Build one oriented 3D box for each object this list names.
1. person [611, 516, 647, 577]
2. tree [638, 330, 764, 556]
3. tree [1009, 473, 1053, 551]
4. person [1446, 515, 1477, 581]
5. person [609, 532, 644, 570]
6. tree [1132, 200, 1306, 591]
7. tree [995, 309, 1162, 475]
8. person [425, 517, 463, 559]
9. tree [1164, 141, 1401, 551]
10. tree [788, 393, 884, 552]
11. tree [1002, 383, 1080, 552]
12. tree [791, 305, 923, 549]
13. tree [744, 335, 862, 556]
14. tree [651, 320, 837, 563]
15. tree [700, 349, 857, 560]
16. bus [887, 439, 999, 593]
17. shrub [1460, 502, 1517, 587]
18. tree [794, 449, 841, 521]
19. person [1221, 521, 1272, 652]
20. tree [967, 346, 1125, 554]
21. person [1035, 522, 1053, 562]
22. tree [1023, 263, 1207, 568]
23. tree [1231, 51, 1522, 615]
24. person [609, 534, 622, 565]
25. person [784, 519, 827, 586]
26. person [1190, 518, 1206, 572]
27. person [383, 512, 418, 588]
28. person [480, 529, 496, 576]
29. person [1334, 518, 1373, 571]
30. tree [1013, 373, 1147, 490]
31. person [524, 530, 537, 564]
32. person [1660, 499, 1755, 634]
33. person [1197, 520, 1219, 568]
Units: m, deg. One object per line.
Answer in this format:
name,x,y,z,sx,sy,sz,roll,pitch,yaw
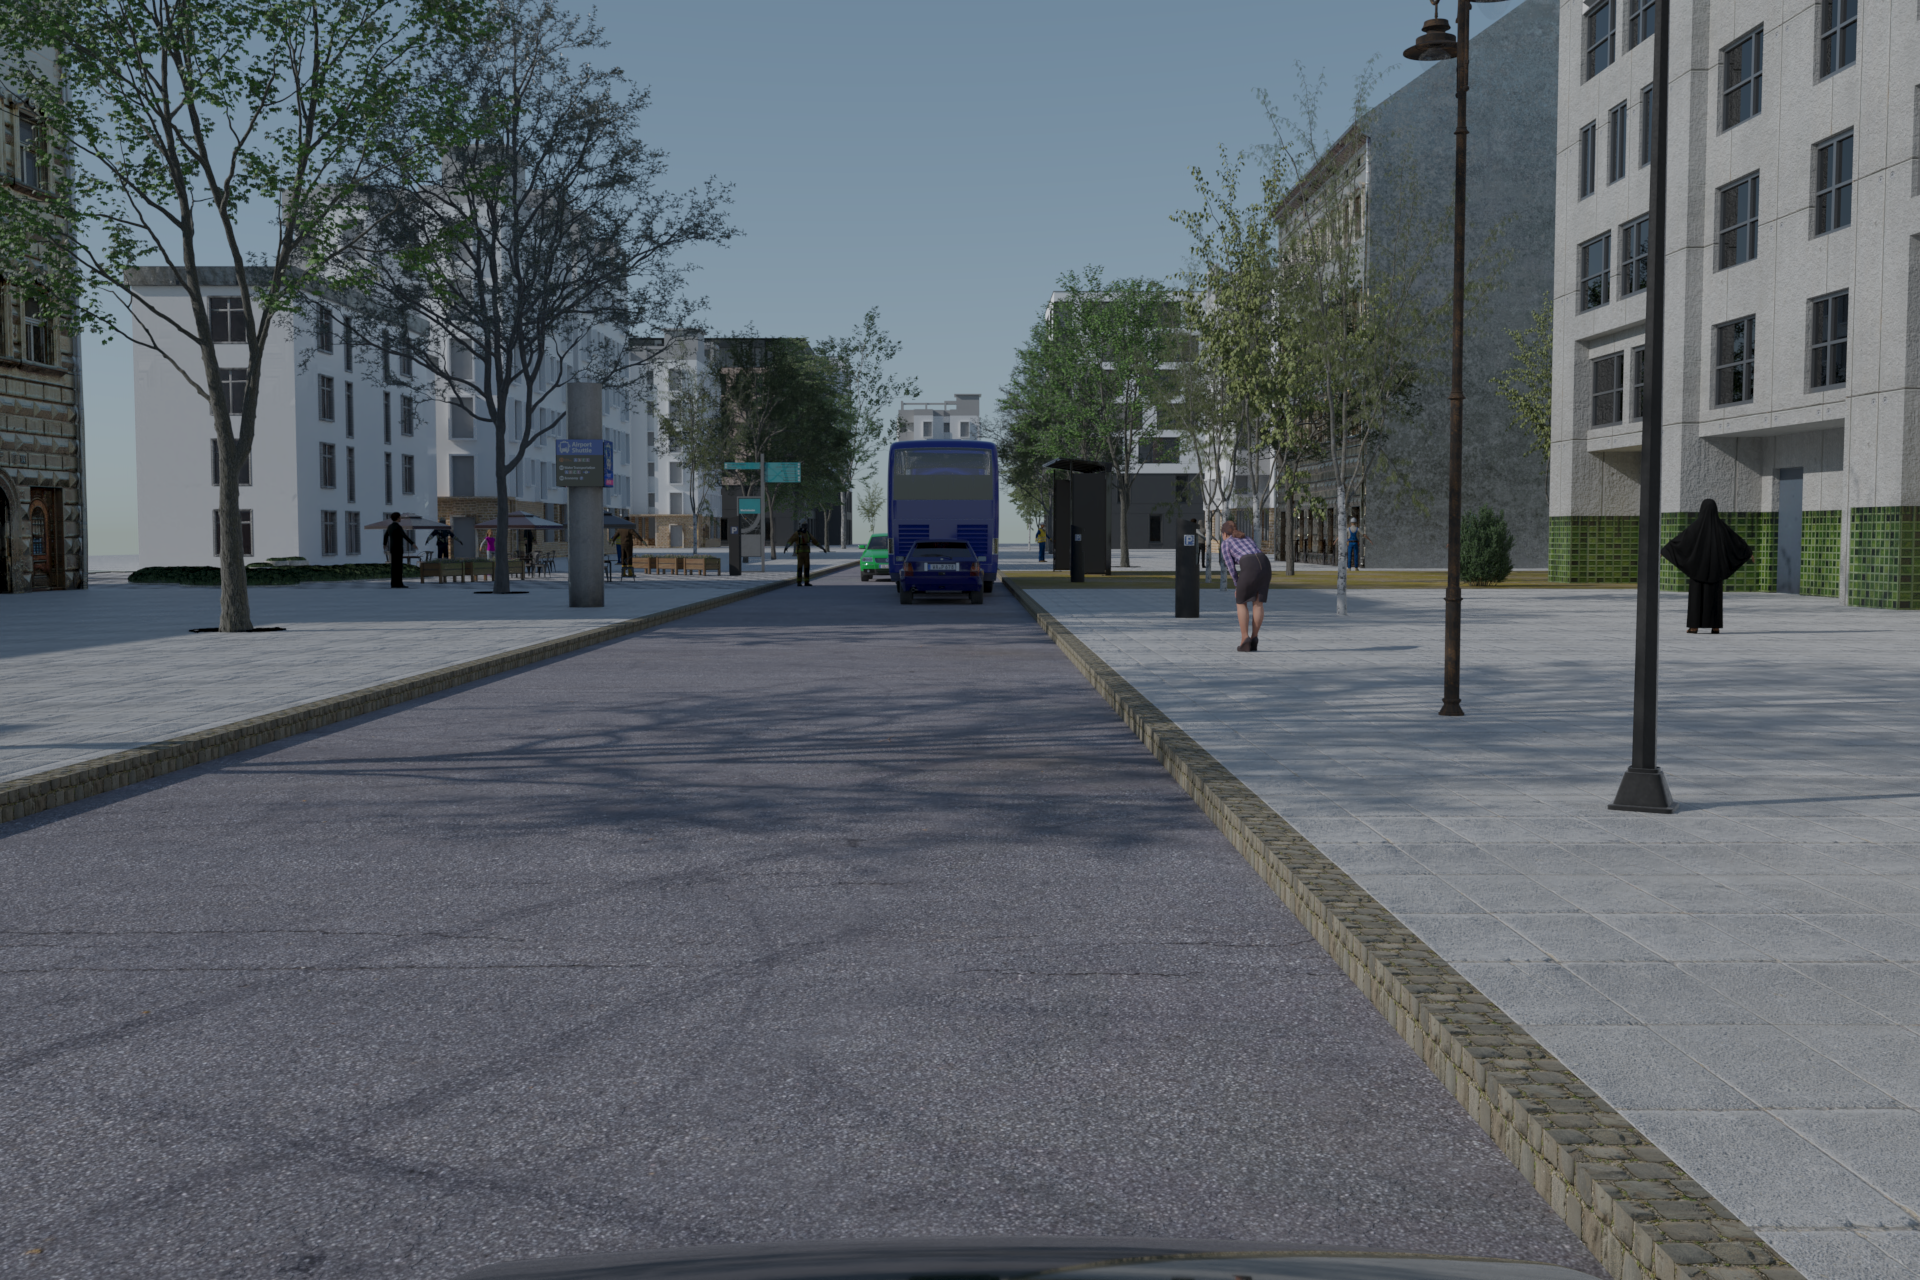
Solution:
person,-9.959,-2.800,51.917,1.346,1.812,0.704,2,4,29
tree,-9.698,-6.810,61.706,4.360,8.622,3.978,0,3,0
tree,5.656,-11.297,135.071,4.737,8.622,4.395,0,3,0
person,13.984,-2.518,47.304,1.347,1.817,0.704,0,4,7
person,-11.843,-3.391,61.707,1.348,1.796,0.705,1,4,15
tree,5.909,-5.386,38.425,4.360,8.622,3.978,0,3,0
tree,5.592,-9.292,77.685,9.928,11.665,9.643,0,3,0
person,-17.547,-3.243,58.799,1.354,1.856,0.705,-3,5,-42
tree,5.860,-5.044,32.828,4.737,8.622,4.395,0,3,0
tree,-9.389,-12.083,123.307,9.928,11.665,9.643,0,3,0
tree,6.503,-12.709,125.915,7.486,12.596,7.792,0,3,0
tree,-9.344,-17.665,144.717,12.611,20.169,13.585,0,3,0
tree,-9.229,-11.090,99.454,7.486,12.596,7.792,0,3,0
tree,-9.543,-8.675,76.250,8.767,10.594,7.601,0,4,-1
tree,-9.284,-9.307,86.580,8.767,10.594,7.601,0,4,0
bus,-0.368,-3.274,45.077,2.896,3.916,12.251,0,3,0
shrub,12.839,-2.356,42.558,1.661,2.075,1.752,0,3,0
tree,-9.731,-9.793,110.479,4.737,8.622,4.395,0,3,0
person,3.095,-0.592,18.950,0.421,1.427,0.697,-2,4,-29
tree,5.646,-12.178,109.480,12.009,13.543,11.850,0,3,0
person,3.771,-4.467,79.012,0.705,1.833,1.349,3,4,36
tree,6.297,-8.604,66.428,9.928,11.665,9.643,0,3,0
tree,5.942,-4.711,27.395,4.360,8.622,3.978,0,3,0
person,-14.296,-4.039,72.497,0.721,1.772,1.216,2,4,25
person,-4.282,-2.401,47.478,1.354,1.858,0.705,-3,4,-36
person,7.846,-3.172,58.046,0.705,1.806,1.347,-3,5,-41
person,-13.346,-2.137,41.122,1.347,1.806,0.705,3,4,39
person,-14.308,-2.674,52.990,0.599,1.433,0.991,2,4,34
person,13.746,-3.345,60.544,1.347,1.847,0.705,1,4,12
tree,5.889,-9.463,89.130,7.601,10.594,8.767,-3,5,-41
person,-16.828,-3.777,67.695,0.705,1.837,1.347,0,4,4
person,9.594,-0.949,22.301,1.214,1.737,0.721,1,4,9
person,9.081,-3.614,65.224,1.348,1.813,0.705,2,4,27
